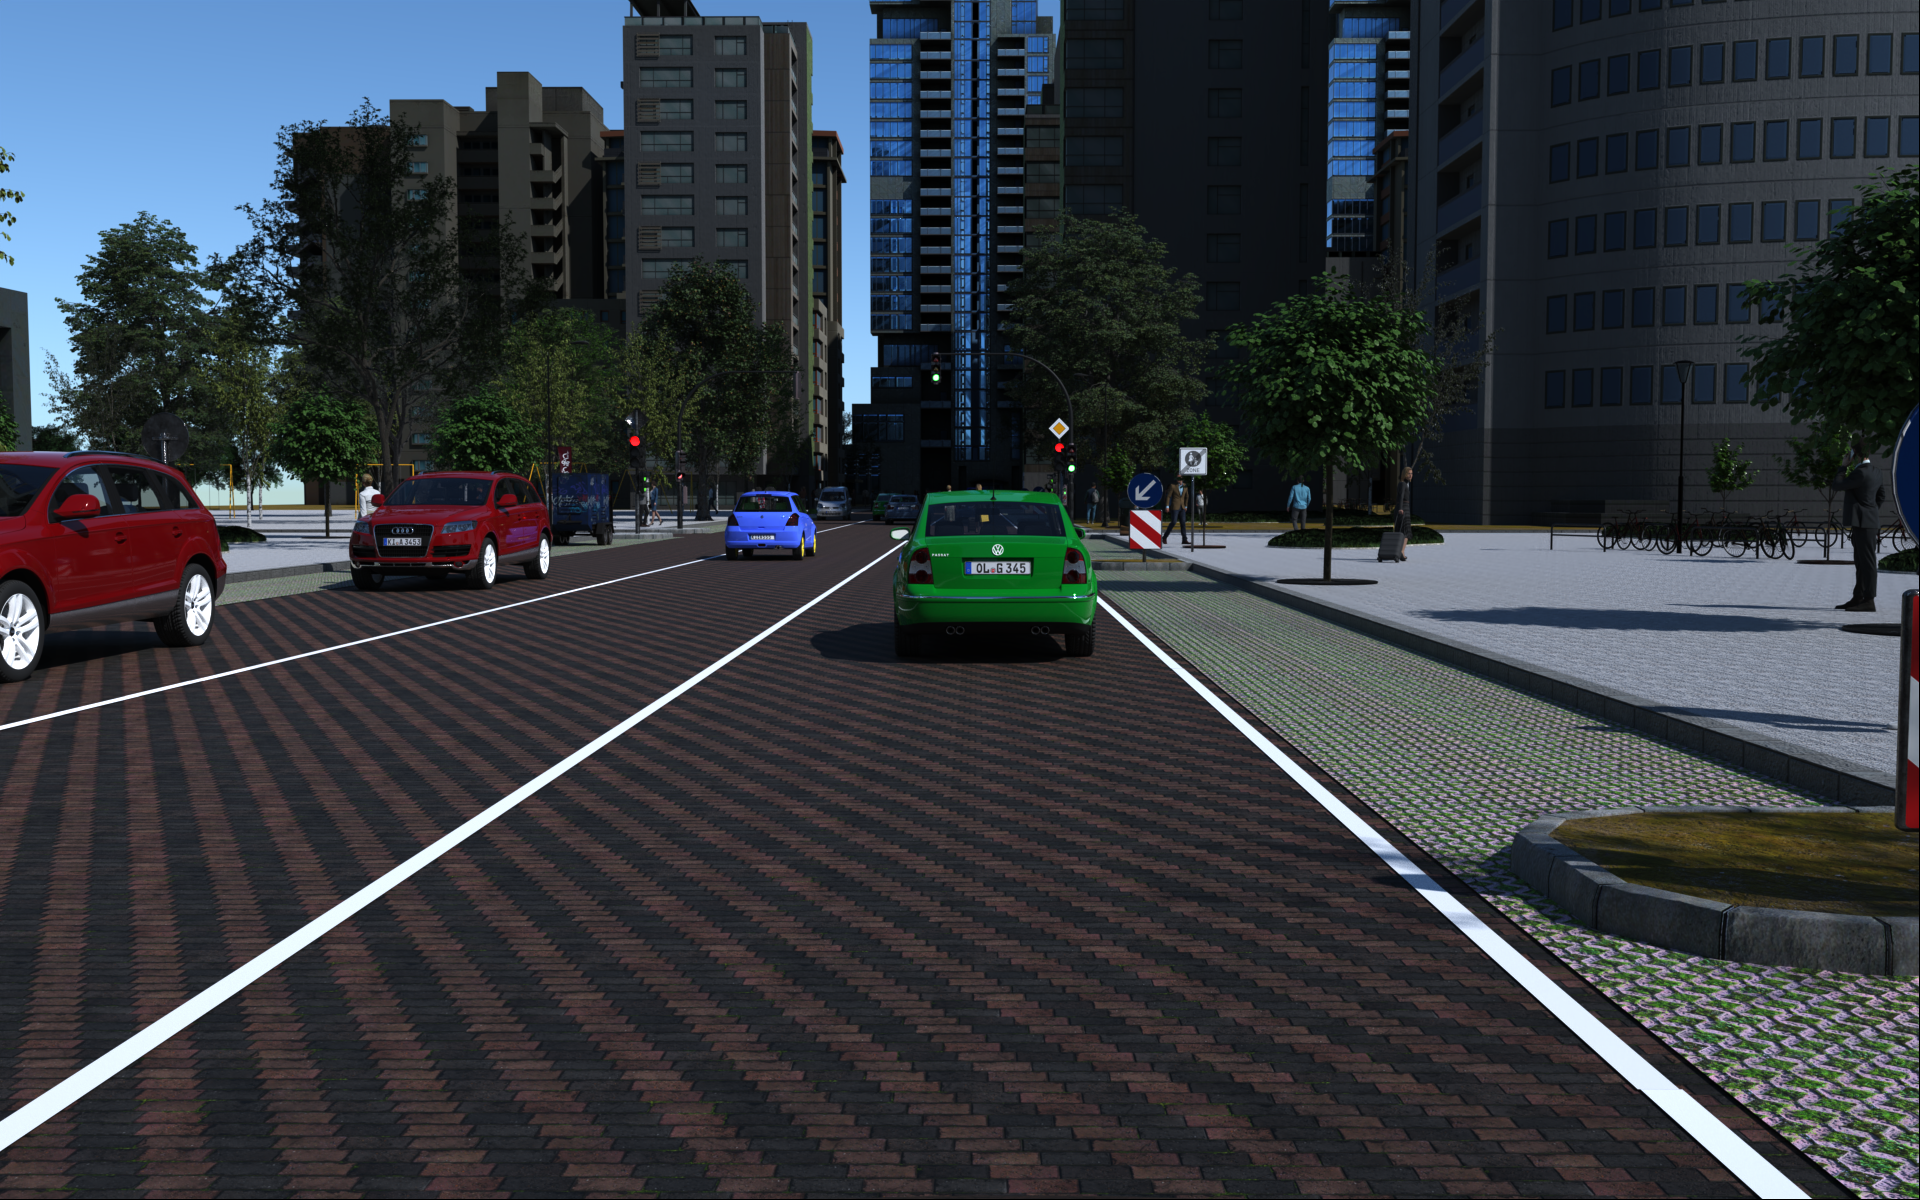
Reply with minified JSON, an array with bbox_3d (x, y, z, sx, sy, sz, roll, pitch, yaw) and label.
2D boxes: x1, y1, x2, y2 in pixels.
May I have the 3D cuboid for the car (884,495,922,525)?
[{"bbox_3d":[-2.596,-4.268,81.778,2.014,1.417,4.499,0,4,1],"label":"car"}]

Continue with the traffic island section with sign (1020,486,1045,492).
[{"bbox_3d":[3.939,-4.939,89.380,1.989,1.847,2.006,0,4,1],"label":"traffic island section with sign"}]

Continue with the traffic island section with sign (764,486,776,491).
[{"bbox_3d":[-9.785,-4.944,89.467,1.989,1.847,2.006,0,4,1],"label":"traffic island section with sign"}]

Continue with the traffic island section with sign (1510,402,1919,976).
[{"bbox_3d":[3.069,0.158,6.053,1.989,1.847,2.006,0,4,1],"label":"traffic island section with sign"}]

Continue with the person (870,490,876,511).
[{"bbox_3d":[-7.455,-8.538,148.174,0.705,1.814,1.350,1,4,15],"label":"person"}]

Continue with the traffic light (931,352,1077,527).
[{"bbox_3d":[1.454,-4.956,55.703,4.771,5.953,1.251,0,4,1],"label":"traffic light"}]

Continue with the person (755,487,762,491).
[{"bbox_3d":[-7.956,-3.662,69.210,0.643,1.720,0.563,-2,4,-30],"label":"person"}]

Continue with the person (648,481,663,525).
[{"bbox_3d":[-12.474,-3.965,70.901,0.654,1.822,0.581,-1,4,-15],"label":"person"}]

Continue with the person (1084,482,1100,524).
[{"bbox_3d":[5.682,-4.166,74.508,0.623,1.781,0.721,0,4,-5],"label":"person"}]

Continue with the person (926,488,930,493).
[{"bbox_3d":[-1.926,-6.039,107.578,0.721,1.781,0.623,-2,4,-31],"label":"person"}]

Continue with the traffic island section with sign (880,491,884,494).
[{"bbox_3d":[-8.698,-11.295,193.303,1.989,1.847,2.006,0,4,1],"label":"traffic island section with sign"}]

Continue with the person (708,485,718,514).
[{"bbox_3d":[-15.644,-6.305,109.223,0.850,1.850,0.679,1,4,13],"label":"person"}]

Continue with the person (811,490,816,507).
[{"bbox_3d":[-12.120,-8.373,144.413,0.593,1.643,0.415,-2,4,-26],"label":"person"}]

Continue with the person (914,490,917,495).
[{"bbox_3d":[-4.399,-9.803,168.745,0.705,1.831,1.348,-2,4,-28],"label":"person"}]

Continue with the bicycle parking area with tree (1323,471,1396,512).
[{"bbox_3d":[32.476,-8.961,133.522,8.231,4.147,9.016,1,4,11],"label":"bicycle parking area with tree"}]

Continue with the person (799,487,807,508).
[{"bbox_3d":[-11.668,-7.526,129.059,0.573,1.828,0.580,0,4,6],"label":"person"}]

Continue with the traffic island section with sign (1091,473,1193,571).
[{"bbox_3d":[3.356,-1.496,33.086,1.989,1.847,2.006,0,4,1],"label":"traffic island section with sign"}]

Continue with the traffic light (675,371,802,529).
[{"bbox_3d":[-8.238,-5.461,63.949,4.771,5.953,1.251,0,4,1],"label":"traffic light"}]

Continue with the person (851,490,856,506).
[{"bbox_3d":[-11.290,-10.795,183.086,0.434,1.755,0.990,2,4,27],"label":"person"}]

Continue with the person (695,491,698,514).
[{"bbox_3d":[-15.674,-6.051,105.071,0.767,1.812,0.694,3,5,44],"label":"person"}]

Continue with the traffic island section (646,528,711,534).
[{"bbox_3d":[-10.371,-2.556,64.071,2.009,0.180,2.903,0,4,1],"label":"traffic island section"}]

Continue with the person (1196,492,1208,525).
[{"bbox_3d":[10.070,-3.876,72.009,0.503,1.515,0.523,0,4,-5],"label":"person"}]

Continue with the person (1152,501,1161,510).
[{"bbox_3d":[9.652,-4.801,84.780,0.529,1.795,0.600,0,4,-2],"label":"person"}]

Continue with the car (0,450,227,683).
[{"bbox_3d":[-8.170,-0.375,14.813,2.281,1.827,5.304,0,4,0],"label":"car"}]

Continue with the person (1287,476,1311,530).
[{"bbox_3d":[9.809,-2.691,50.059,0.660,1.820,0.620,0,4,-7],"label":"person"}]

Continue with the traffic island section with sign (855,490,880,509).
[{"bbox_3d":[-8.982,-9.614,165.821,1.989,1.847,2.006,0,4,1],"label":"traffic island section with sign"}]

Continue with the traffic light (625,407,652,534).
[{"bbox_3d":[-10.414,-4.100,55.951,0.839,4.253,0.868,0,4,1],"label":"traffic light"}]

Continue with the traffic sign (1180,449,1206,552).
[{"bbox_3d":[5.142,-2.210,38.269,0.606,2.300,0.079,0,4,5],"label":"traffic sign"}]

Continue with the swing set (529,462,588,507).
[{"bbox_3d":[-20.000,-5.407,86.023,3.119,2.851,2.862,1,4,20],"label":"swing set"}]

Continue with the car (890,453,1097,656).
[{"bbox_3d":[0.285,-0.482,16.669,1.959,1.807,4.718,0,4,-1],"label":"car"}]

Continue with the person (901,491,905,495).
[{"bbox_3d":[-6.177,-10.985,188.134,1.348,1.821,0.705,2,4,35],"label":"person"}]

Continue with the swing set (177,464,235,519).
[{"bbox_3d":[-39.825,-5.697,90.758,3.119,2.851,2.862,-1,4,-18],"label":"swing set"}]

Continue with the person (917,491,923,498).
[{"bbox_3d":[-5.013,-11.984,204.448,1.348,1.822,0.705,2,4,24],"label":"person"}]

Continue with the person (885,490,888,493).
[{"bbox_3d":[-7.500,-10.243,175.988,1.348,1.823,0.705,2,4,35],"label":"person"}]

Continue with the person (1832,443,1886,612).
[{"bbox_3d":[9.818,-0.829,18.964,0.474,1.900,0.648,3,4,36],"label":"person"}]

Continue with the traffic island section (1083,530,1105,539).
[{"bbox_3d":[3.587,-2.058,55.936,2.009,0.180,2.903,0,4,1],"label":"traffic island section"}]

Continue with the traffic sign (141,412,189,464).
[{"bbox_3d":[-12.427,-1.650,27.086,0.768,2.556,0.104,0,4,4],"label":"traffic sign"}]

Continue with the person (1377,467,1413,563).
[{"bbox_3d":[8.319,-1.635,32.991,0.699,1.804,1.509,3,4,38],"label":"person"}]

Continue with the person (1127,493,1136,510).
[{"bbox_3d":[8.163,-4.639,81.861,0.822,1.834,0.622,-2,4,-28],"label":"person"}]

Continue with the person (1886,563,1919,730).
[{"bbox_3d":[5.409,-0.183,9.223,0.728,1.800,0.709,0,4,4],"label":"person"}]

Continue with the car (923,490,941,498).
[{"bbox_3d":[-2.690,-10.520,180.678,2.281,1.827,5.304,0,4,1],"label":"car"}]

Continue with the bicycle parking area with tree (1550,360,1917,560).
[{"bbox_3d":[18.005,-3.126,38.104,8.231,4.147,9.016,0,4,-7],"label":"bicycle parking area with tree"}]

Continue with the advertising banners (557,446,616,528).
[{"bbox_3d":[-13.687,-4.115,63.466,2.074,3.025,0.090,0,4,-2],"label":"advertising banners"}]

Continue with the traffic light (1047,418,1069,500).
[{"bbox_3d":[3.630,-4.580,63.807,0.839,4.253,0.868,0,4,1],"label":"traffic light"}]

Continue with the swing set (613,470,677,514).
[{"bbox_3d":[-20.477,-6.974,111.651,2.862,2.851,3.119,2,4,28],"label":"swing set"}]

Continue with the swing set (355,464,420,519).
[{"bbox_3d":[-30.006,-5.701,90.826,3.119,2.851,2.862,-1,4,-15],"label":"swing set"}]

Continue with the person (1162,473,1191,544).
[{"bbox_3d":[5.534,-2.346,44.306,0.836,1.842,0.656,2,4,34],"label":"person"}]

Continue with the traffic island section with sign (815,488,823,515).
[{"bbox_3d":[-9.486,-6.653,117.410,1.989,1.847,2.006,0,4,1],"label":"traffic island section with sign"}]

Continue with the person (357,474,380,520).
[{"bbox_3d":[-10.588,-1.371,31.141,0.478,1.798,0.641,-3,5,-43],"label":"person"}]

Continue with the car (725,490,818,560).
[{"bbox_3d":[-4.188,-1.782,38.728,1.945,1.707,3.694,0,4,1],"label":"car"}]

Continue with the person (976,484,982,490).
[{"bbox_3d":[0.678,-3.373,63.860,0.699,1.804,1.509,0,4,-4],"label":"person"}]

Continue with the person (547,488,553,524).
[{"bbox_3d":[-12.748,-2.780,54.095,0.503,1.515,0.523,3,4,37],"label":"person"}]

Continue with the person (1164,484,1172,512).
[{"bbox_3d":[10.892,-5.166,90.597,0.616,1.811,0.778,-2,4,-24],"label":"person"}]

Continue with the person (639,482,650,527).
[{"bbox_3d":[-12.374,-3.764,67.761,0.473,1.802,0.592,1,4,17],"label":"person"}]

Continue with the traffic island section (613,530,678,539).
[{"bbox_3d":[-10.454,-2.068,56.086,2.009,0.180,2.903,0,4,1],"label":"traffic island section"}]

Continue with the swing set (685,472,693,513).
[{"bbox_3d":[-20.012,-7.531,120.751,3.119,2.851,2.862,0,4,-5],"label":"swing set"}]

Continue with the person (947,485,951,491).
[{"bbox_3d":[-0.417,-3.799,70.841,0.478,1.798,0.641,0,4,3],"label":"person"}]

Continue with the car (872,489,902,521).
[{"bbox_3d":[-3.734,-5.163,93.216,1.959,1.807,4.718,0,4,0],"label":"car"}]
